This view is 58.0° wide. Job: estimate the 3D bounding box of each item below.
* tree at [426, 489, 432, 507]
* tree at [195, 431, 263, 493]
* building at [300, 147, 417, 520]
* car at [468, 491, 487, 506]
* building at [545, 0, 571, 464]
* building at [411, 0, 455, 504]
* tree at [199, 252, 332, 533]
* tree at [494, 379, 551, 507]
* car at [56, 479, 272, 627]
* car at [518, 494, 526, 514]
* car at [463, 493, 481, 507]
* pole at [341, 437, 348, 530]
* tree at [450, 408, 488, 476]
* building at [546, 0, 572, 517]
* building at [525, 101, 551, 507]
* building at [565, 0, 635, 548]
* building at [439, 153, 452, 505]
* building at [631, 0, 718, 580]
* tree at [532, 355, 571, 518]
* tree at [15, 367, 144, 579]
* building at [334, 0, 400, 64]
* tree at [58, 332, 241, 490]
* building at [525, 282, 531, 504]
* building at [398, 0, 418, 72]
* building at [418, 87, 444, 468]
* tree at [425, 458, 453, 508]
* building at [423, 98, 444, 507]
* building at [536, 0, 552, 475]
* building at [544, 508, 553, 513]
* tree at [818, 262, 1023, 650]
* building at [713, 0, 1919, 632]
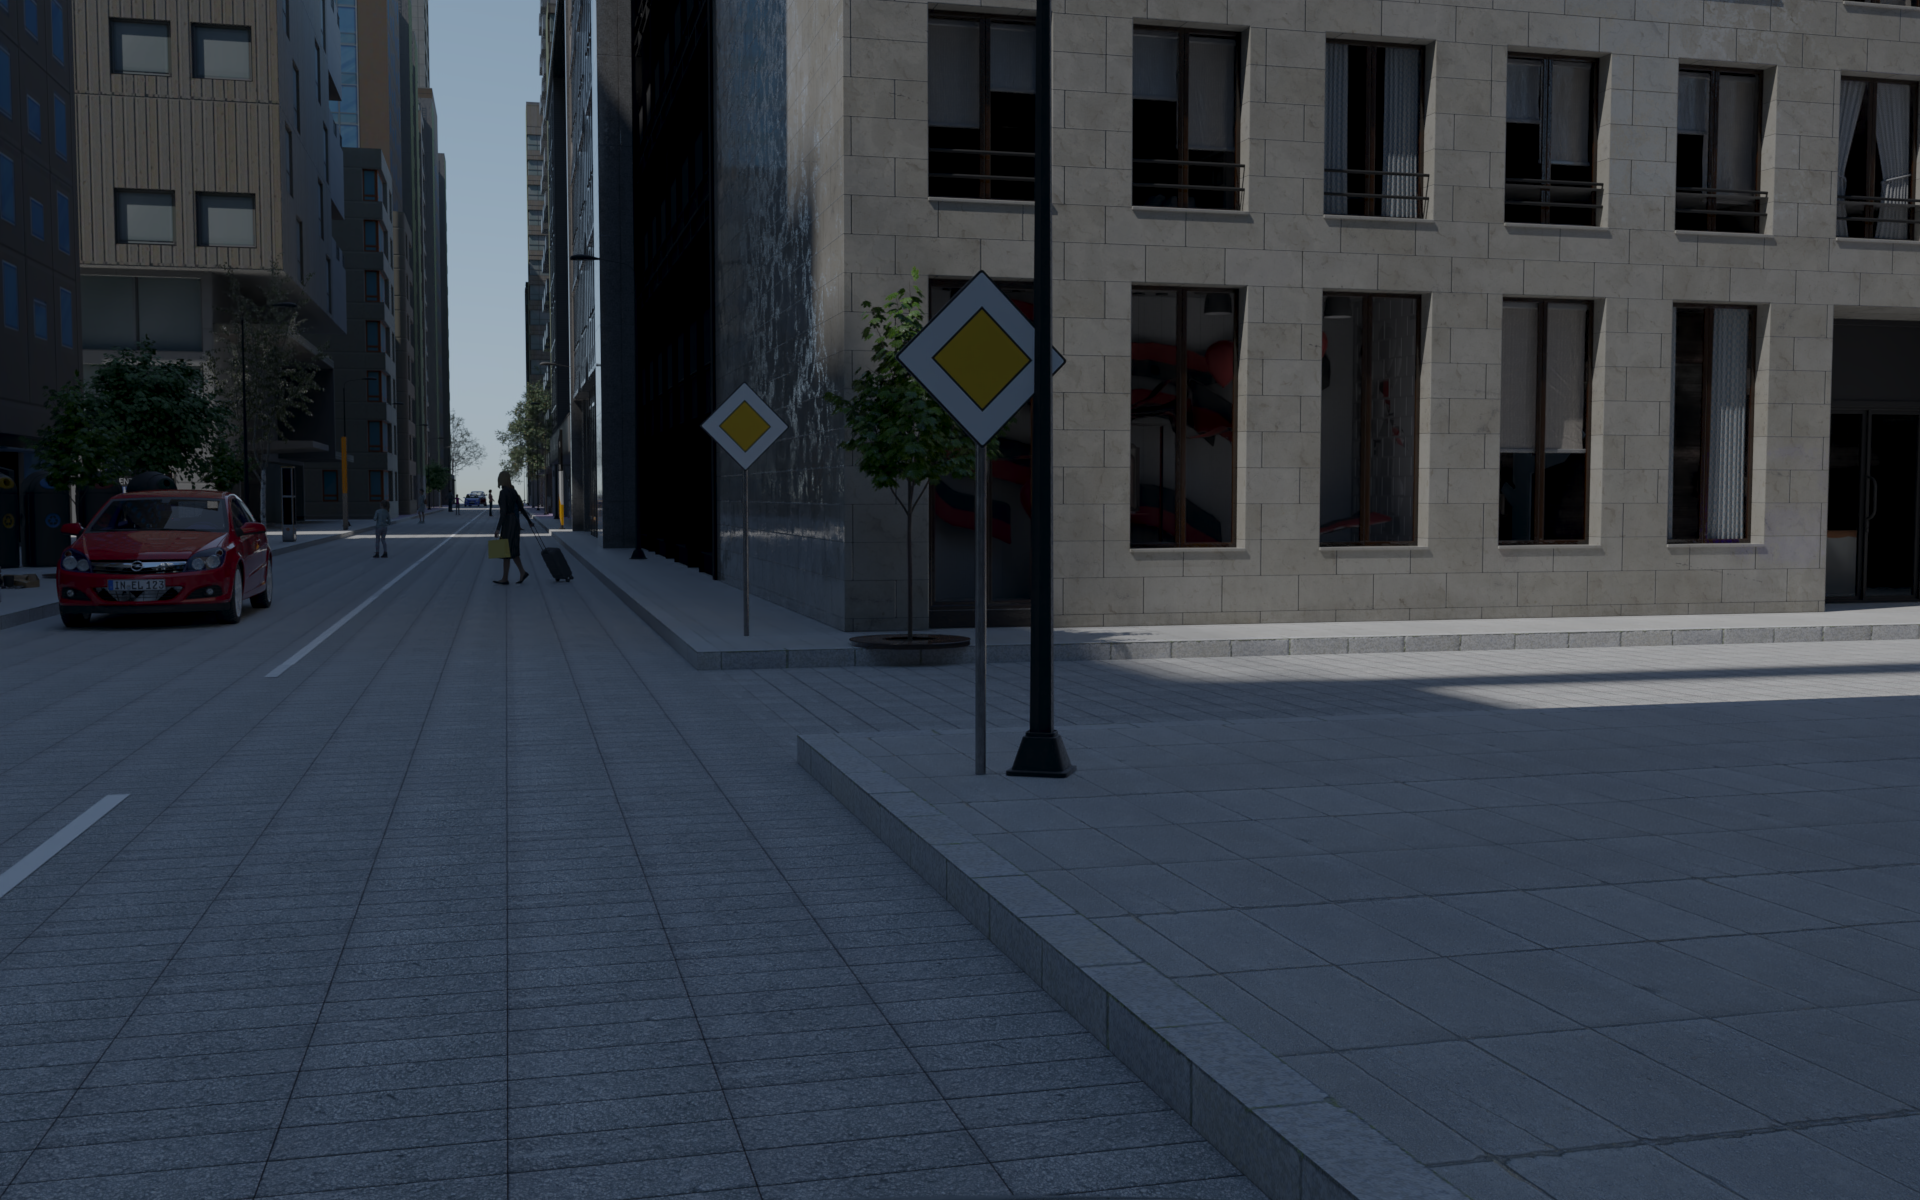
[{"bbox_3d":[-51.453,-10.512,166.477,1.663,3.219,1.824,0,3,0],"label":"tree"},{"bbox_3d":[-20.251,-3.228,47.382,1.663,3.219,1.824,0,3,0],"label":"tree"},{"bbox_3d":[-45.950,-15.439,97.463,27.650,21.520,28.899,-1,4,-15],"label":"building"},{"bbox_3d":[-56.186,-11.807,201.714,2.281,1.827,5.304,-1,4,-14],"label":"car"},{"bbox_3d":[-10.360,-15.691,75.615,14.314,24.678,30.058,-1,4,-15],"label":"building"},{"bbox_3d":[-74.084,-47.520,215.210,20.563,71.187,20.611,-1,4,-15],"label":"building"},{"bbox_3d":[-21.485,-6.293,53.259,4.360,8.622,3.978,0,3,0],"label":"tree"},{"bbox_3d":[-41.548,-15.604,172.126,9.611,12.733,9.660,0,3,0],"label":"tree"},{"bbox_3d":[-9.176,-0.682,20.187,2.155,1.783,4.494,-1,4,-15],"label":"car"},{"bbox_3d":[-32.984,-7.170,127.460,2.015,1.641,3.980,-1,4,-13],"label":"car"},{"bbox_3d":[-55.494,-11.458,196.931,1.945,1.707,3.694,-1,4,-15],"label":"car"},{"bbox_3d":[-21.958,-4.158,61.822,0.158,3.312,0.155,0,3,0],"label":"pole"},{"bbox_3d":[-70.368,-20.116,239.267,12.009,13.543,11.850,0,3,0],"label":"tree"},{"bbox_3d":[-17.592,-20.344,104.323,14.160,30.474,14.107,-1,4,-15],"label":"building"},{"bbox_3d":[-38.981,-30.689,185.352,14.154,41.232,14.086,-1,4,-15],"label":"building"},{"bbox_3d":[-5.124,-14.261,51.190,12.078,24.808,19.932,-1,4,-15],"label":"building"},{"bbox_3d":[-66.590,-31.596,200.182,14.154,41.232,14.086,-1,4,-15],"label":"building"},{"bbox_3d":[0.299,-12.509,34.199,12.332,23.373,15.834,-1,4,-15],"label":"building"},{"bbox_3d":[-20.724,-8.652,91.827,4.360,8.622,3.978,0,3,0],"label":"tree"},{"bbox_3d":[-13.510,-1.952,26.511,1.663,3.219,1.824,0,3,0],"label":"tree"},{"bbox_3d":[-45.949,-28.676,118.969,14.600,45.320,14.200,-1,4,-15],"label":"building"},{"bbox_3d":[-16.452,-3.152,35.249,4.285,4.588,4.351,0,3,0],"label":"tree"},{"bbox_3d":[-52.188,-28.462,237.062,14.160,30.474,14.107,-1,4,-15],"label":"building"},{"bbox_3d":[-53.303,-28.334,146.861,14.154,41.232,14.086,-1,4,-15],"label":"building"},{"bbox_3d":[-63.178,-32.769,185.887,14.600,45.320,14.200,-1,4,-15],"label":"building"},{"bbox_3d":[-48.314,-10.731,159.171,4.285,4.588,4.351,0,3,0],"label":"tree"},{"bbox_3d":[-59.559,-29.883,172.189,14.154,41.232,14.086,-1,4,-15],"label":"building"},{"bbox_3d":[-24.595,-32.420,149.670,23.786,49.044,30.456,-1,4,-15],"label":"building"},{"bbox_3d":[-13.548,-26.474,124.736,32.217,40.220,23.993,-1,4,-15],"label":"building"},{"bbox_3d":[-0.414,-1.220,14.542,1.663,3.219,1.824,0,3,0],"label":"tree"},{"bbox_3d":[5.755,-10.265,22.582,16.860,20.320,10.420,-1,4,-15],"label":"building"}]
